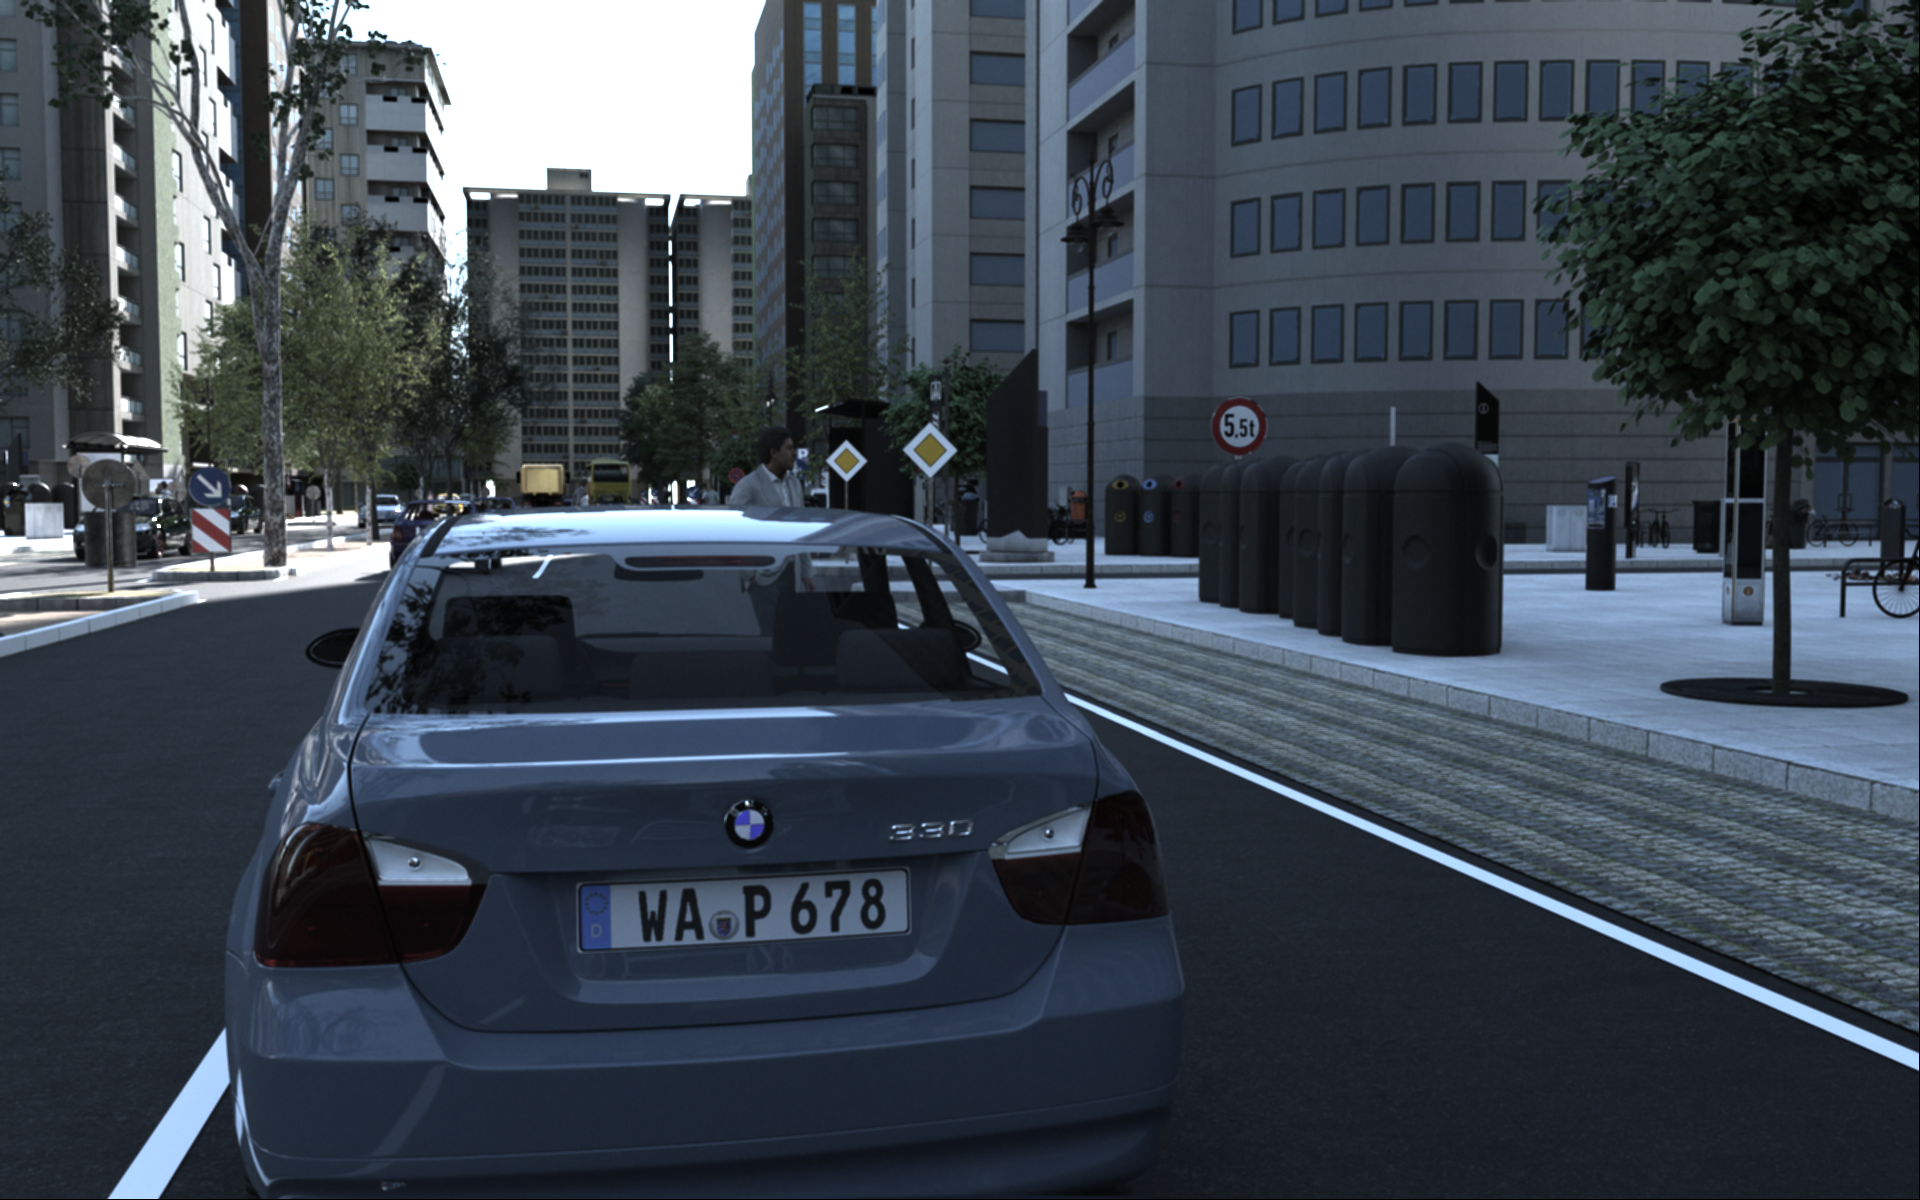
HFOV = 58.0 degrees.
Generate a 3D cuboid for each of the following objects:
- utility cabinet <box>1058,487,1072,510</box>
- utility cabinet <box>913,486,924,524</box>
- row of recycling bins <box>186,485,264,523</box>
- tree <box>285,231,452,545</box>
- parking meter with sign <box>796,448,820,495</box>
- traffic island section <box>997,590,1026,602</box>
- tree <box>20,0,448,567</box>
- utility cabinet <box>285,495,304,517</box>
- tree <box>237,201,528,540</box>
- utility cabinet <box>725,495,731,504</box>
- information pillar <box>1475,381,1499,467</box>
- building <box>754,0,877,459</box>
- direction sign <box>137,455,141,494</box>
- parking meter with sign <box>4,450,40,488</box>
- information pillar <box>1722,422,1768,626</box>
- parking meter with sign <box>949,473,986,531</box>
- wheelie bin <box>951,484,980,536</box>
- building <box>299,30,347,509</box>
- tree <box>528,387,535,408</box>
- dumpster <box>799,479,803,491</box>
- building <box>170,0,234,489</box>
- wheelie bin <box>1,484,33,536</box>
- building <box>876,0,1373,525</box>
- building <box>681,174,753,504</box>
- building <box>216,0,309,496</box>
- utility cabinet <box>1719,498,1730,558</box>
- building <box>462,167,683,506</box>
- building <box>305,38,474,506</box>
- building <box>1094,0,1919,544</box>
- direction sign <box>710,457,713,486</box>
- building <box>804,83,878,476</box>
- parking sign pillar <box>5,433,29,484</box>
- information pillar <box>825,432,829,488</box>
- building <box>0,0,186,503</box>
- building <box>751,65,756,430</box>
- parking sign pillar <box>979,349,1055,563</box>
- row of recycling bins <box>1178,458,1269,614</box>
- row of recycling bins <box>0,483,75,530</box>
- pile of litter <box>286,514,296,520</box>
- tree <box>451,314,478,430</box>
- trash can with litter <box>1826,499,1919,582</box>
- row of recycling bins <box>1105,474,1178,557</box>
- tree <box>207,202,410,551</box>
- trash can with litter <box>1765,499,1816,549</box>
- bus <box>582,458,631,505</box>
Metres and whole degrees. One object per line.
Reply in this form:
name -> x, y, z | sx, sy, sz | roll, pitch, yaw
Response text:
utility cabinet -> 3.221, -2.729, 53.298 | 0.318, 1.500, 1.173 | 1, 4, 11
utility cabinet -> -1.307, -2.318, 46.573 | 0.318, 1.500, 1.173 | -2, 4, -24
row of recycling bins -> -32.714, -4.301, 77.436 | 3.534, 1.692, 1.069 | -3, 5, -39
tree -> -16.484, -5.828, 48.102 | 4.360, 8.622, 3.978 | 0, 3, 0
parking meter with sign -> -5.647, -4.276, 66.169 | 0.543, 3.016, 1.738 | 1, 4, 19
traffic island section -> -0.397, -0.111, 24.101 | 2.009, 0.180, 2.903 | -1, 4, -12
tree -> -14.715, -10.728, 33.753 | 12.611, 20.169, 13.585 | 0, 3, 0
utility cabinet -> -37.018, -5.206, 96.277 | 1.020, 1.237, 0.306 | 0, 4, 1
tree -> -18.235, -7.156, 53.875 | 8.767, 10.594, 7.601 | -1, 4, -12
utility cabinet -> -12.345, -4.975, 92.502 | 0.306, 1.237, 1.020 | -1, 4, -15
information pillar -> 10.945, -2.735, 36.064 | 0.504, 3.616, 0.183 | 0, 4, -5
building -> -10.626, -30.818, 153.978 | 14.600, 45.320, 14.200 | -1, 4, -12
direction sign -> -38.591, -5.470, 81.432 | 0.379, 3.537, 0.876 | -2, 4, -34
parking meter with sign -> -37.213, -4.468, 69.310 | 1.738, 3.016, 0.543 | -2, 4, -24
information pillar -> 7.687, -0.762, 16.957 | 0.304, 2.012, 0.304 | 0, 4, 5
parking meter with sign -> 0.511, -3.871, 59.559 | 1.738, 3.016, 0.543 | 0, 4, -7
wheelie bin -> 0.172, -2.784, 53.419 | 0.980, 1.594, 0.693 | 3, 5, 41
building -> -70.817, -30.417, 151.937 | 28.867, 44.769, 22.147 | -1, 4, -12
tree -> -20.745, -7.966, 67.120 | 8.767, 10.594, 7.601 | -1, 4, -12
dumpster -> -6.943, -4.324, 73.196 | 1.502, 2.255, 1.985 | -1, 4, -12
building -> -62.028, -31.809, 109.320 | 28.713, 52.752, 27.495 | -1, 4, -12
wheelie bin -> -28.966, -2.775, 53.283 | 0.693, 1.594, 0.980 | 0, 4, -2
building -> 6.074, -33.704, 93.058 | 21.231, 58.520, 28.212 | -1, 4, -12
building -> -23.325, -31.890, 213.289 | 23.993, 40.220, 32.217 | -1, 4, -12
building -> -58.455, -29.466, 131.886 | 14.600, 45.320, 14.200 | -1, 4, -12
utility cabinet -> 15.778, -1.478, 35.332 | 0.306, 1.237, 1.020 | 3, 4, 38
building -> -46.903, -31.617, 208.823 | 23.993, 40.220, 32.217 | -1, 4, -12
building -> -71.730, -37.443, 201.438 | 27.495, 52.752, 28.713 | -1, 4, -12
building -> 17.812, -31.274, 53.336 | 28.212, 58.520, 21.231 | -1, 4, -12
direction sign -> -15.219, -6.974, 106.026 | 0.379, 3.537, 0.876 | -1, 4, -17
building -> -4.566, -21.715, 126.748 | 14.160, 30.474, 14.107 | -1, 4, -12
parking sign pillar -> -42.114, -5.436, 77.353 | 1.447, 3.967, 1.447 | 3, 4, 36
information pillar -> -4.813, -4.476, 64.539 | 0.504, 3.616, 0.183 | 1, 4, 15
building -> -48.657, -24.696, 87.380 | 14.154, 41.232, 14.086 | -1, 4, -12
building -> -13.301, -29.636, 168.144 | 14.154, 41.232, 14.086 | -1, 4, -12
parking sign pillar -> 1.081, -2.715, 32.856 | 1.447, 3.967, 1.447 | -3, 5, -40
row of recycling bins -> 3.480, -0.742, 19.239 | 1.069, 1.692, 3.534 | -1, 4, -9
row of recycling bins -> -33.904, -3.408, 62.841 | 3.534, 1.692, 1.069 | -3, 5, -44
pile of litter -> -33.645, -4.429, 86.378 | 1.176, 0.858, 1.719 | 0, 4, 7
tree -> -19.144, -6.636, 61.315 | 4.360, 8.622, 3.978 | 0, 3, 0
trash can with litter -> 13.851, -0.909, 25.924 | 1.678, 1.210, 2.233 | 0, 4, -1
row of recycling bins -> 4.405, -1.744, 35.635 | 1.069, 1.692, 3.534 | -3, 5, -43
tree -> -15.676, -5.507, 42.855 | 4.737, 8.622, 4.395 | 0, 3, 0
trash can with litter -> 19.337, -1.776, 40.428 | 1.055, 1.170, 0.624 | -1, 4, -12
bus -> -24.124, -7.753, 118.306 | 2.896, 3.916, 12.252 | -1, 4, -14
